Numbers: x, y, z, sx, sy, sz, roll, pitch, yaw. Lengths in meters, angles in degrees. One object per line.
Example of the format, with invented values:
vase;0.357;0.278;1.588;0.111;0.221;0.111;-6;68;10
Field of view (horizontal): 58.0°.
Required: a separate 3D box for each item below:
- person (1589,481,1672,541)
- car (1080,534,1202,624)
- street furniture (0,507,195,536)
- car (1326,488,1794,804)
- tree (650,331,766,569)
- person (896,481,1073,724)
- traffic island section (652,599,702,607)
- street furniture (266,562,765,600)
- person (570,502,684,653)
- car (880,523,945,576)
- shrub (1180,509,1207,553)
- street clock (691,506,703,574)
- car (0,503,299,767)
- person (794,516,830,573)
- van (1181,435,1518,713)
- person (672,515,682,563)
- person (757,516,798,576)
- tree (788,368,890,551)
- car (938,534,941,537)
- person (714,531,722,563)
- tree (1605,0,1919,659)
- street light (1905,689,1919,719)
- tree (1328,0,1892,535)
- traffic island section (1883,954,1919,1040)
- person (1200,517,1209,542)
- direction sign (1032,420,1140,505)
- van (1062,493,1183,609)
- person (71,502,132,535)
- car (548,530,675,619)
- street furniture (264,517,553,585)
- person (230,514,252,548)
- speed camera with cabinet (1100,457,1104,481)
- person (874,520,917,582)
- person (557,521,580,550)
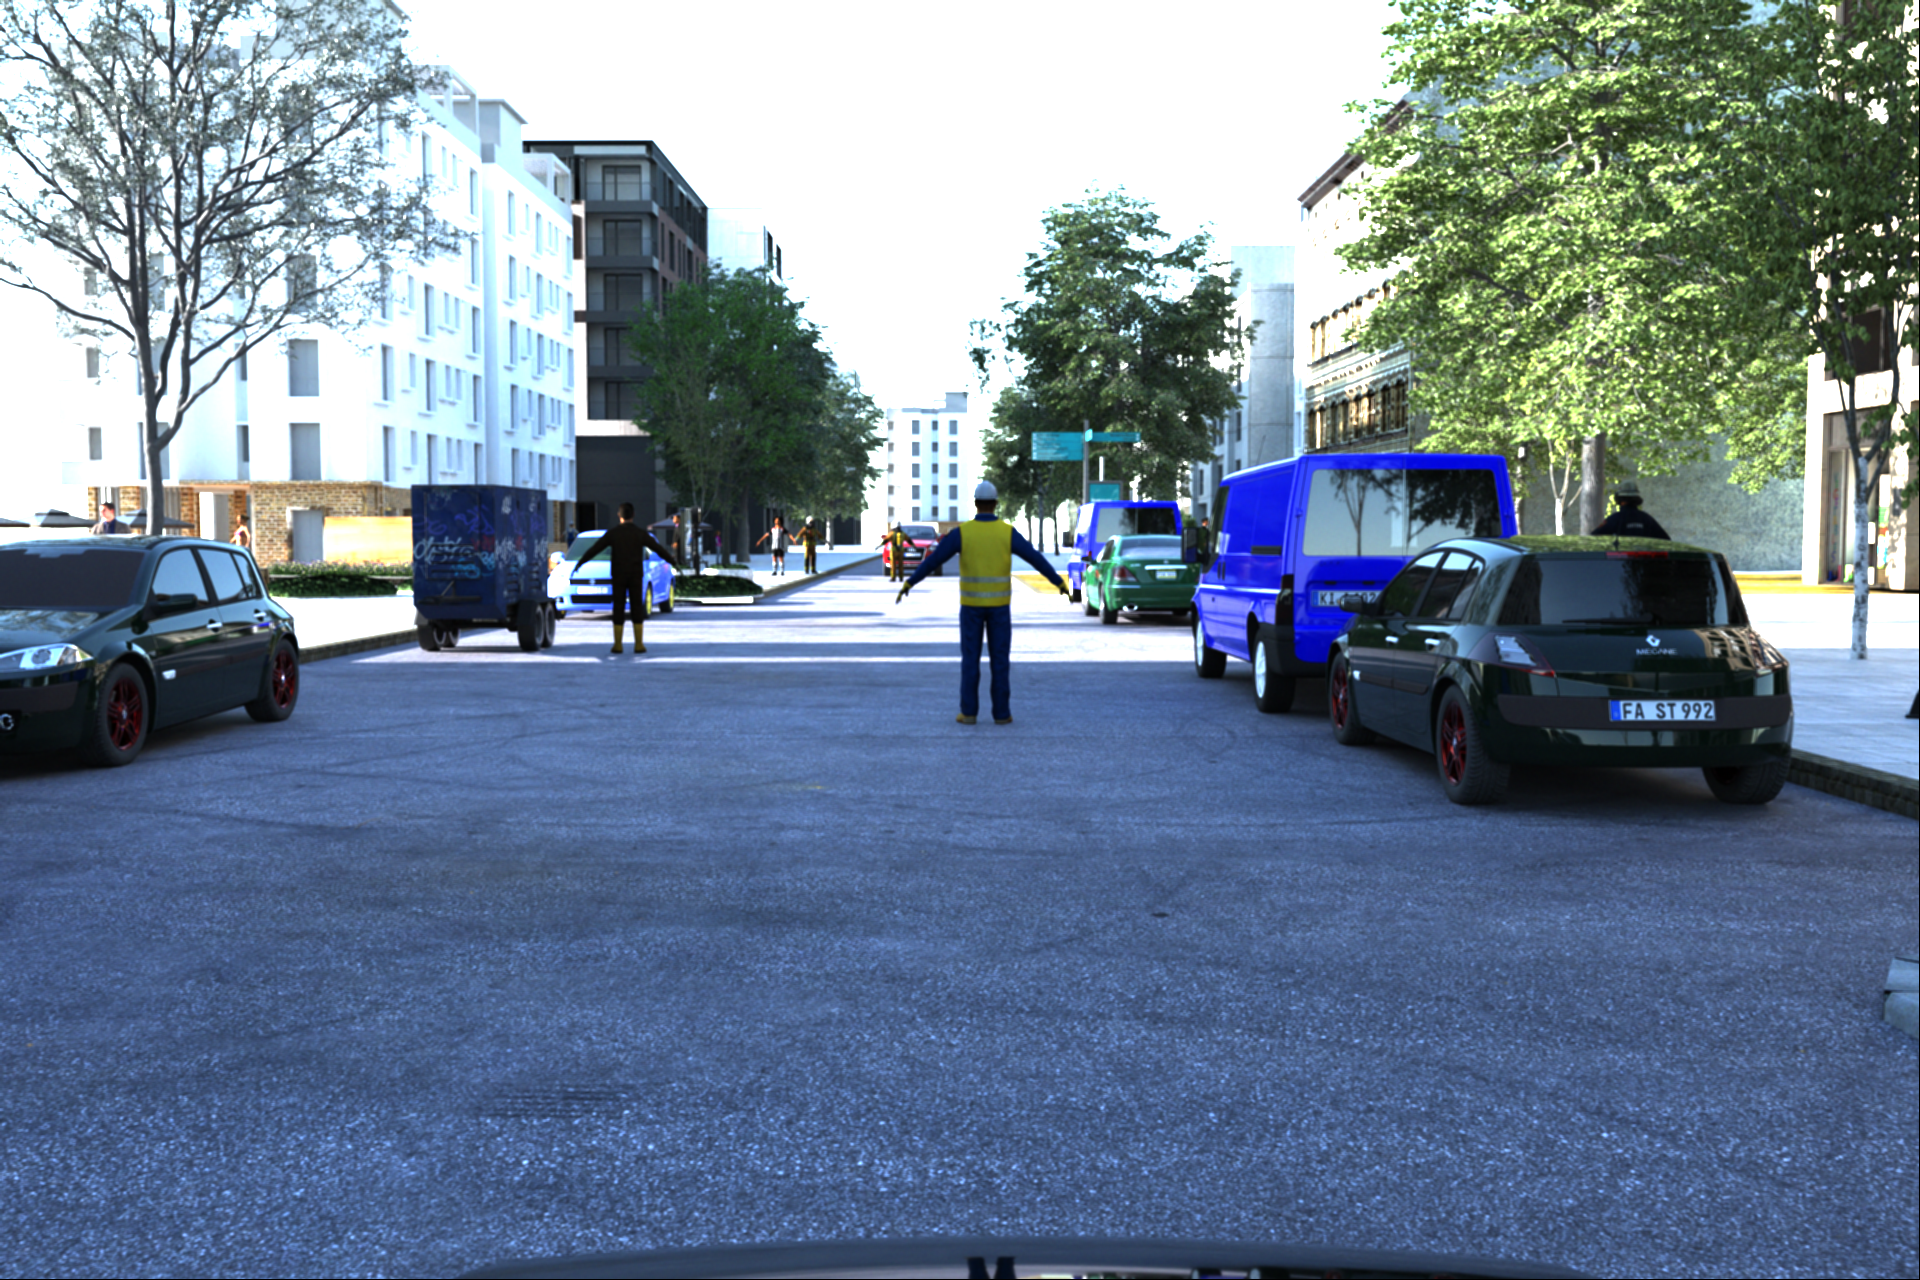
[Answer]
person;7.081;-0.769;18.443;1.351;1.845;0.704;0;4;-7
car;3.128;-1.052;28.992;2.131;1.459;4.920;0;4;-1
street furniture;-27.733;-2.273;42.198;14.083;1.986;27.439;0;4;-1
car;3.441;-0.048;10.576;2.009;1.686;4.222;0;4;-1
tree;-9.563;-6.900;63.174;4.360;8.622;3.978;0;3;0
person;0.190;-0.287;13.126;1.349;1.833;0.705;0;4;-2
traffic island section;-6.236;-0.729;34.785;1.991;0.108;1.994;0;4;-1
street furniture;-9.039;-1.281;36.577;10.072;0.657;5.734;0;4;2
person;-4.009;-0.751;20.874;1.346;1.812;0.704;-1;4;-10
car;-1.619;-3.167;60.456;2.281;1.827;5.304;0;4;-1
shrub;6.560;-2.909;51.606;1.661;2.075;1.752;0;3;0
street clock;-6.850;-2.470;44.956;0.358;2.002;0.471;0;4;1
car;-6.008;-0.129;11.891;2.009;1.686;4.222;0;4;0
person;-4.865;-3.100;56.448;1.354;1.858;0.705;-3;4;-36
van;3.320;-0.682;15.542;2.240;2.365;5.245;0;4;-2
person;-7.686;-2.501;47.120;0.704;1.802;1.346;-1;4;-12
person;-5.591;-2.879;53.212;1.345;1.843;0.704;1;4;16
tree;-10.057;-13.785;132.041;9.857;13.997;8.962;0;3;0
car;-1.809;-7.669;137.183;2.131;1.459;4.920;0;4;-1
person;-10.155;-3.909;73.175;0.599;1.433;0.991;0;4;-1
tree;9.022;-4.104;17.462;4.737;8.622;4.395;0;3;0
street light;7.314;-2.409;11.925;1.470;5.913;1.316;0;4;0
tree;9.181;-6.540;25.063;7.486;12.596;7.792;0;3;0
traffic island section;3.708;1.111;4.702;1.991;0.108;1.994;0;4;0
person;8.162;-3.155;57.513;0.705;1.837;1.347;1;4;17
direction sign;2.964;-3.133;39.986;2.525;3.948;1.411;0;4;-1
van;3.256;-1.849;34.607;2.240;2.365;5.245;0;4;-1
person;-12.696;-1.170;25.699;0.617;1.759;0.750;1;4;9
car;-6.077;-1.268;30.318;1.945;1.707;3.694;0;4;0
street furniture;-15.233;-2.420;46.420;9.812;1.723;11.010;2;4;23
person;-16.547;-2.016;39.770;0.721;1.733;1.217;-3;5;-44
speed camera with cabinet;3.860;-3.025;43.800;0.660;3.252;2.038;0;4;-2
person;-1.898;-2.677;51.997;1.354;1.858;0.705;-1;4;-21
person;-16.807;-4.230;75.012;1.347;1.847;0.705;0;4;6
